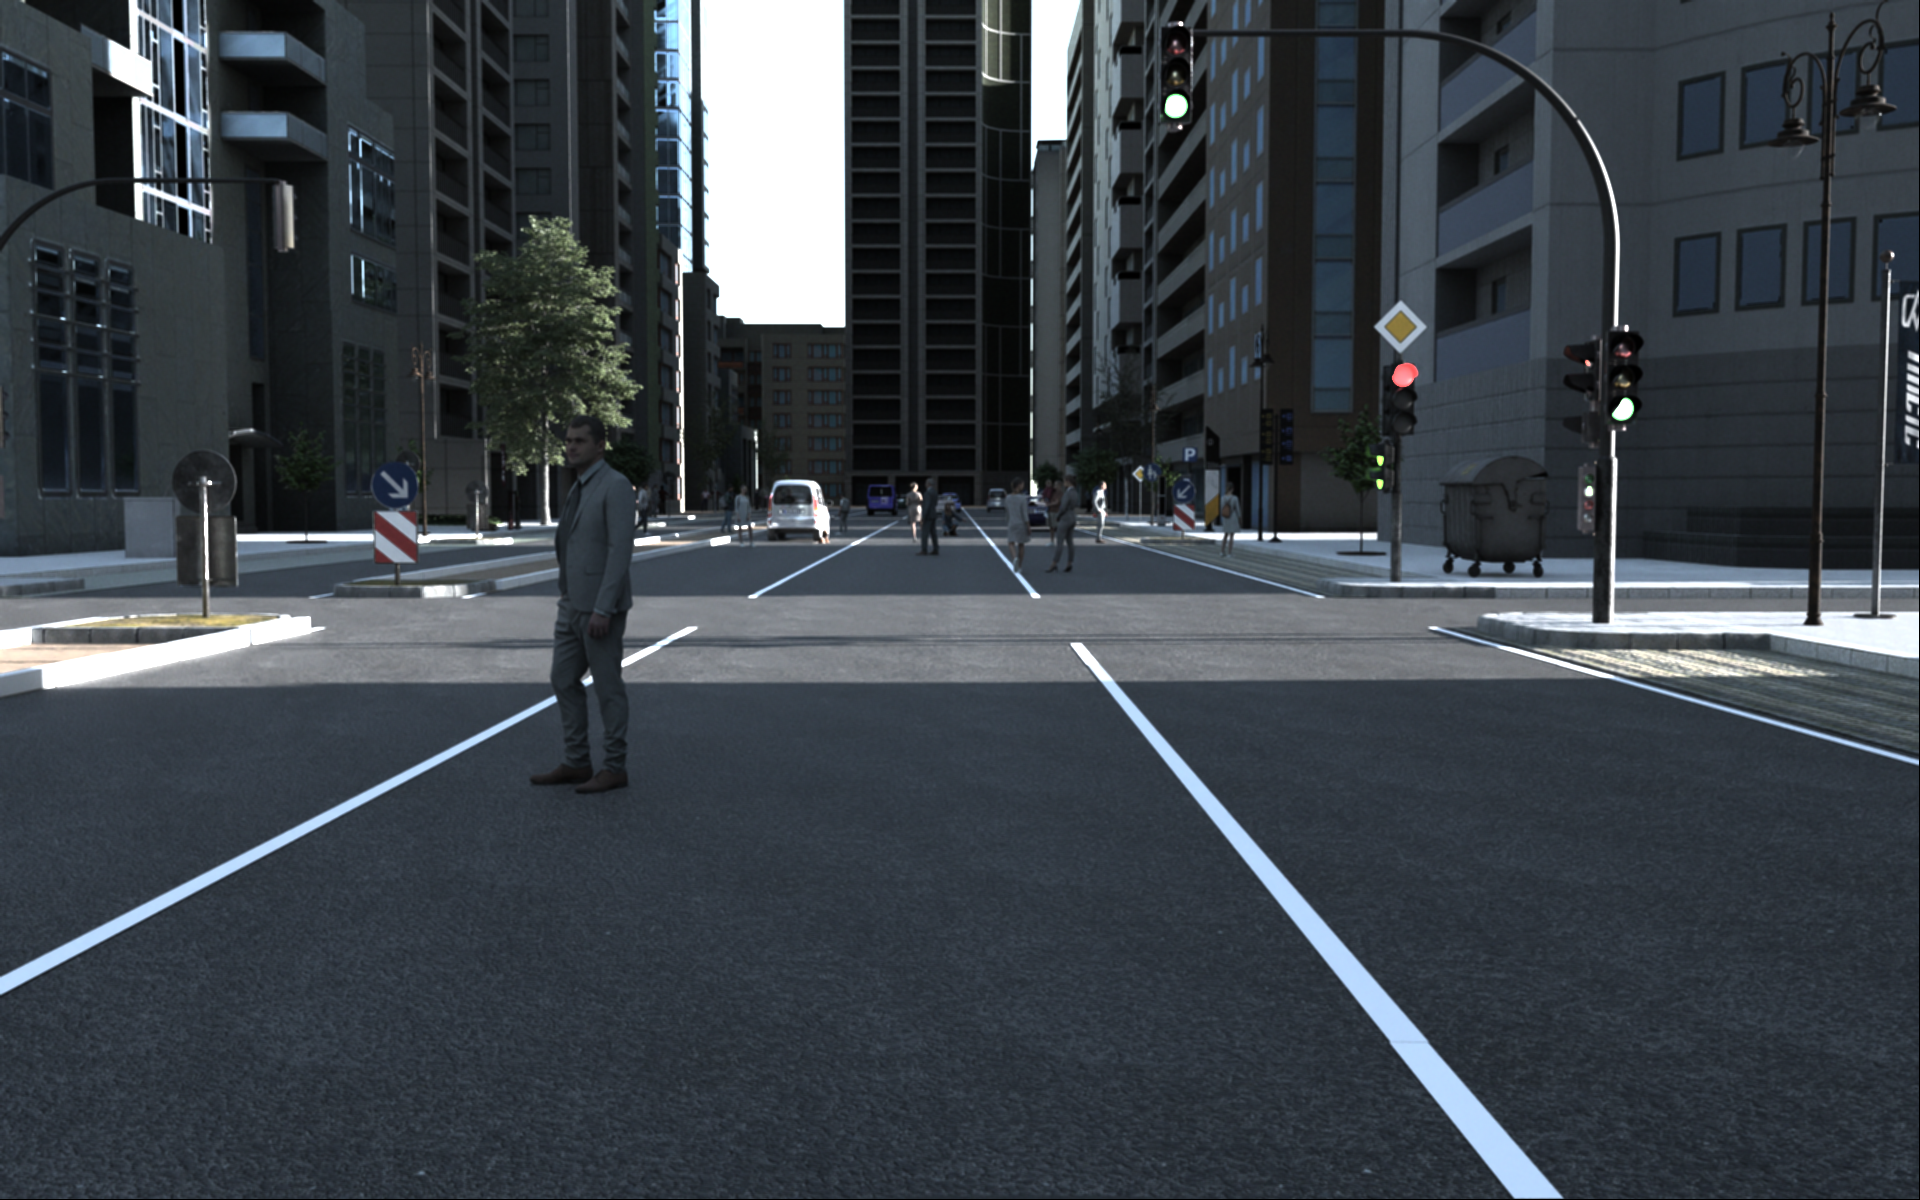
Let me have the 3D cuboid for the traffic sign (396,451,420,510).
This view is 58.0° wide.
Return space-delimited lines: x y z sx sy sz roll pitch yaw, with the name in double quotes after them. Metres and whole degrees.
-16.176 -3.097 50.739 0.768 2.556 0.104 0 4 7 "traffic sign"

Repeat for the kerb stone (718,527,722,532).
-9.181 -2.627 65.154 0.120 0.150 1.000 0 4 0 "kerb stone"

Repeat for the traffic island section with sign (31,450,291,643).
-7.858 -0.569 17.435 2.006 1.907 1.989 0 4 0 "traffic island section with sign"

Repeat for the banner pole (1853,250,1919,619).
9.735 -1.707 17.928 0.863 3.779 0.401 -1 4 -11 "banner pole"

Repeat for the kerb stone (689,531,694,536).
-9.131 -2.188 57.974 0.120 0.150 1.000 0 4 0 "kerb stone"

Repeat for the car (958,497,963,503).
-0.836 -8.402 149.173 2.131 1.459 4.920 0 4 0 "car"

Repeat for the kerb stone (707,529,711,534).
-9.163 -2.435 62.081 0.120 0.150 1.000 0 4 0 "kerb stone"

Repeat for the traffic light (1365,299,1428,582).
6.335 -2.216 25.146 0.839 4.253 0.868 0 4 0 "traffic light"

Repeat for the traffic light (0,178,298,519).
-12.035 -3.082 25.064 4.771 5.953 1.251 0 4 0 "traffic light"

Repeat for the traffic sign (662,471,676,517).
-16.303 -5.927 97.006 0.768 2.556 0.104 0 4 6 "traffic sign"

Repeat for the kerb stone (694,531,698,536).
-9.135 -2.251 58.999 0.120 0.150 1.000 0 4 0 "kerb stone"

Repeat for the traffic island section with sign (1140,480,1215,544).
6.243 -2.528 49.968 1.989 1.847 2.006 0 4 0 "traffic island section with sign"

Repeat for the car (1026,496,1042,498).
3.290 -4.025 78.177 2.083 1.381 4.827 0 4 -1 "car"

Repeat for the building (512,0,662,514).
-26.717 -25.878 106.707 14.154 41.232 14.086 0 4 0 "building"

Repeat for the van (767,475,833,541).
-5.043 -2.890 54.260 2.013 2.044 4.112 0 4 0 "van"

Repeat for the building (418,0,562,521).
-31.224 -39.543 84.772 20.563 71.187 20.611 0 4 0 "building"

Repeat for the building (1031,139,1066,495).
15.258 -31.190 193.542 14.086 41.232 14.154 0 4 0 "building"

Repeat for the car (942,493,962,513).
-0.806 -7.683 135.205 1.945 1.707 3.694 0 4 -2 "car"

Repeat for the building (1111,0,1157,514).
21.123 -41.228 112.335 20.563 71.187 20.611 0 4 0 "building"

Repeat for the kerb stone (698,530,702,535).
-9.146 -2.314 60.025 0.120 0.150 1.000 0 4 0 "kerb stone"

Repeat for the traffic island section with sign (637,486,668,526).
-14.137 -4.206 77.392 1.989 1.847 2.006 0 4 0 "traffic island section with sign"

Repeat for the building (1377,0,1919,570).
25.584 -30.293 37.297 28.212 58.520 21.231 0 4 0 "building"

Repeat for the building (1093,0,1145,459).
25.016 -33.498 136.928 28.713 52.752 27.495 0 4 0 "building"

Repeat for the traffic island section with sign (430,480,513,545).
-13.976 -2.516 49.757 1.989 1.847 2.006 0 4 0 "traffic island section with sign"

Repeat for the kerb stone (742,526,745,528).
-9.217 -3.066 72.324 0.120 0.150 1.000 0 4 0 "kerb stone"

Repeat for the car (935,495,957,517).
-1.211 -5.858 108.135 2.083 1.381 4.827 0 4 -1 "car"

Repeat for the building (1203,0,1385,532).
16.973 -25.263 63.161 14.600 45.320 14.200 0 4 0 "building"

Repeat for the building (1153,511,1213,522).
21.971 -28.455 88.942 21.300 48.544 21.600 0 4 0 "building"

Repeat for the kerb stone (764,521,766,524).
-9.260 -3.568 80.534 0.120 0.150 1.000 0 4 0 "kerb stone"

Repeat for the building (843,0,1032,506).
-2.245 -46.272 194.794 20.611 71.187 20.563 0 4 0 "building"

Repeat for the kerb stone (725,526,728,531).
-9.189 -2.749 67.203 0.120 0.150 1.000 0 4 0 "kerb stone"

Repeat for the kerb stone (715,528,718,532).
-9.172 -2.565 64.129 0.120 0.150 1.000 0 4 0 "kerb stone"

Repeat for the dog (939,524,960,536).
-0.388 -2.388 59.233 0.748 0.427 0.550 0 4 2 "dog"

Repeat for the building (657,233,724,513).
-33.640 -17.397 129.476 27.650 21.520 28.899 0 4 0 "building"

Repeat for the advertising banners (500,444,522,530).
-16.024 -4.010 61.744 0.090 3.025 2.074 0 4 4 "advertising banners"

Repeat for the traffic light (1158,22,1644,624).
4.287 -2.590 17.008 4.771 5.953 1.251 0 4 0 "traffic light"

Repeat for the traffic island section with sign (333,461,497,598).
-7.889 -1.022 24.842 2.006 1.907 1.989 0 4 0 "traffic island section with sign"

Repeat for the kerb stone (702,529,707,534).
-9.153 -2.376 61.047 0.120 0.150 1.000 0 4 0 "kerb stone"

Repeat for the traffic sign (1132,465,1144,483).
8.230 -4.837 78.826 0.795 2.593 0.064 0 4 8 "traffic sign"

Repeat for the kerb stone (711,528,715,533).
-9.164 -2.502 63.107 0.120 0.150 1.000 0 4 0 "kerb stone"

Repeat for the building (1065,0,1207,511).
21.219 -32.909 161.768 21.300 48.544 21.600 0 4 0 "building"

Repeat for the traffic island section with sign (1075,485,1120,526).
6.089 -4.219 77.602 1.989 1.847 2.006 0 4 0 "traffic island section with sign"

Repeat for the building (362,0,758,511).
-35.755 -51.828 160.066 31.000 86.520 22.319 0 4 0 "building"

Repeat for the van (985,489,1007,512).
2.979 -7.984 137.554 2.013 2.044 4.112 0 4 2 "van"

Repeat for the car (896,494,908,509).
-4.993 -8.331 148.002 2.131 1.459 4.920 0 4 0 "car"

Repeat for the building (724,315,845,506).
-27.026 -21.773 201.020 28.899 21.520 27.650 0 4 0 "building"

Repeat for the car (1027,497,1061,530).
3.172 -3.379 67.826 1.945 1.354 3.894 0 4 0 "car"

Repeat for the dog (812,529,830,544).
-4.071 -1.854 50.502 0.748 0.427 0.550 -2 4 -29 "dog"

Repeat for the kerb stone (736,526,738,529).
-9.206 -3.003 71.301 0.120 0.150 1.000 0 4 0 "kerb stone"

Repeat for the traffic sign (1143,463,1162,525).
7.845 -4.318 70.704 0.768 2.556 0.104 0 4 7 "traffic sign"

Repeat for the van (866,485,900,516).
-5.229 -6.894 117.102 2.240 2.365 5.245 0 4 0 "van"

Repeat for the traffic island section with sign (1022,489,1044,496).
5.801 -7.271 127.512 1.989 1.847 2.006 0 4 0 "traffic island section with sign"

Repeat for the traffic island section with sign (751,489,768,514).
-14.391 -7.234 126.911 1.989 1.847 2.006 0 4 0 "traffic island section with sign"

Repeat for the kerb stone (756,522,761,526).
-9.243 -3.442 78.470 0.120 0.150 1.000 0 4 0 "kerb stone"

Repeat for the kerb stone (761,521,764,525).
-9.248 -3.505 79.498 0.120 0.150 1.000 0 4 0 "kerb stone"

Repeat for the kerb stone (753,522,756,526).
-9.244 -3.316 76.414 0.120 0.150 1.000 0 4 0 "kerb stone"

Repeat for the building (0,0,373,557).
-30.448 -44.980 48.092 22.319 86.520 31.000 0 4 0 "building"

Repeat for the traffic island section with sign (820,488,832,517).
-8.313 -5.617 99.980 2.006 1.907 1.989 0 4 0 "traffic island section with sign"

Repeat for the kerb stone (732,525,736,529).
-9.199 -2.878 69.250 0.120 0.150 1.000 0 4 0 "kerb stone"
